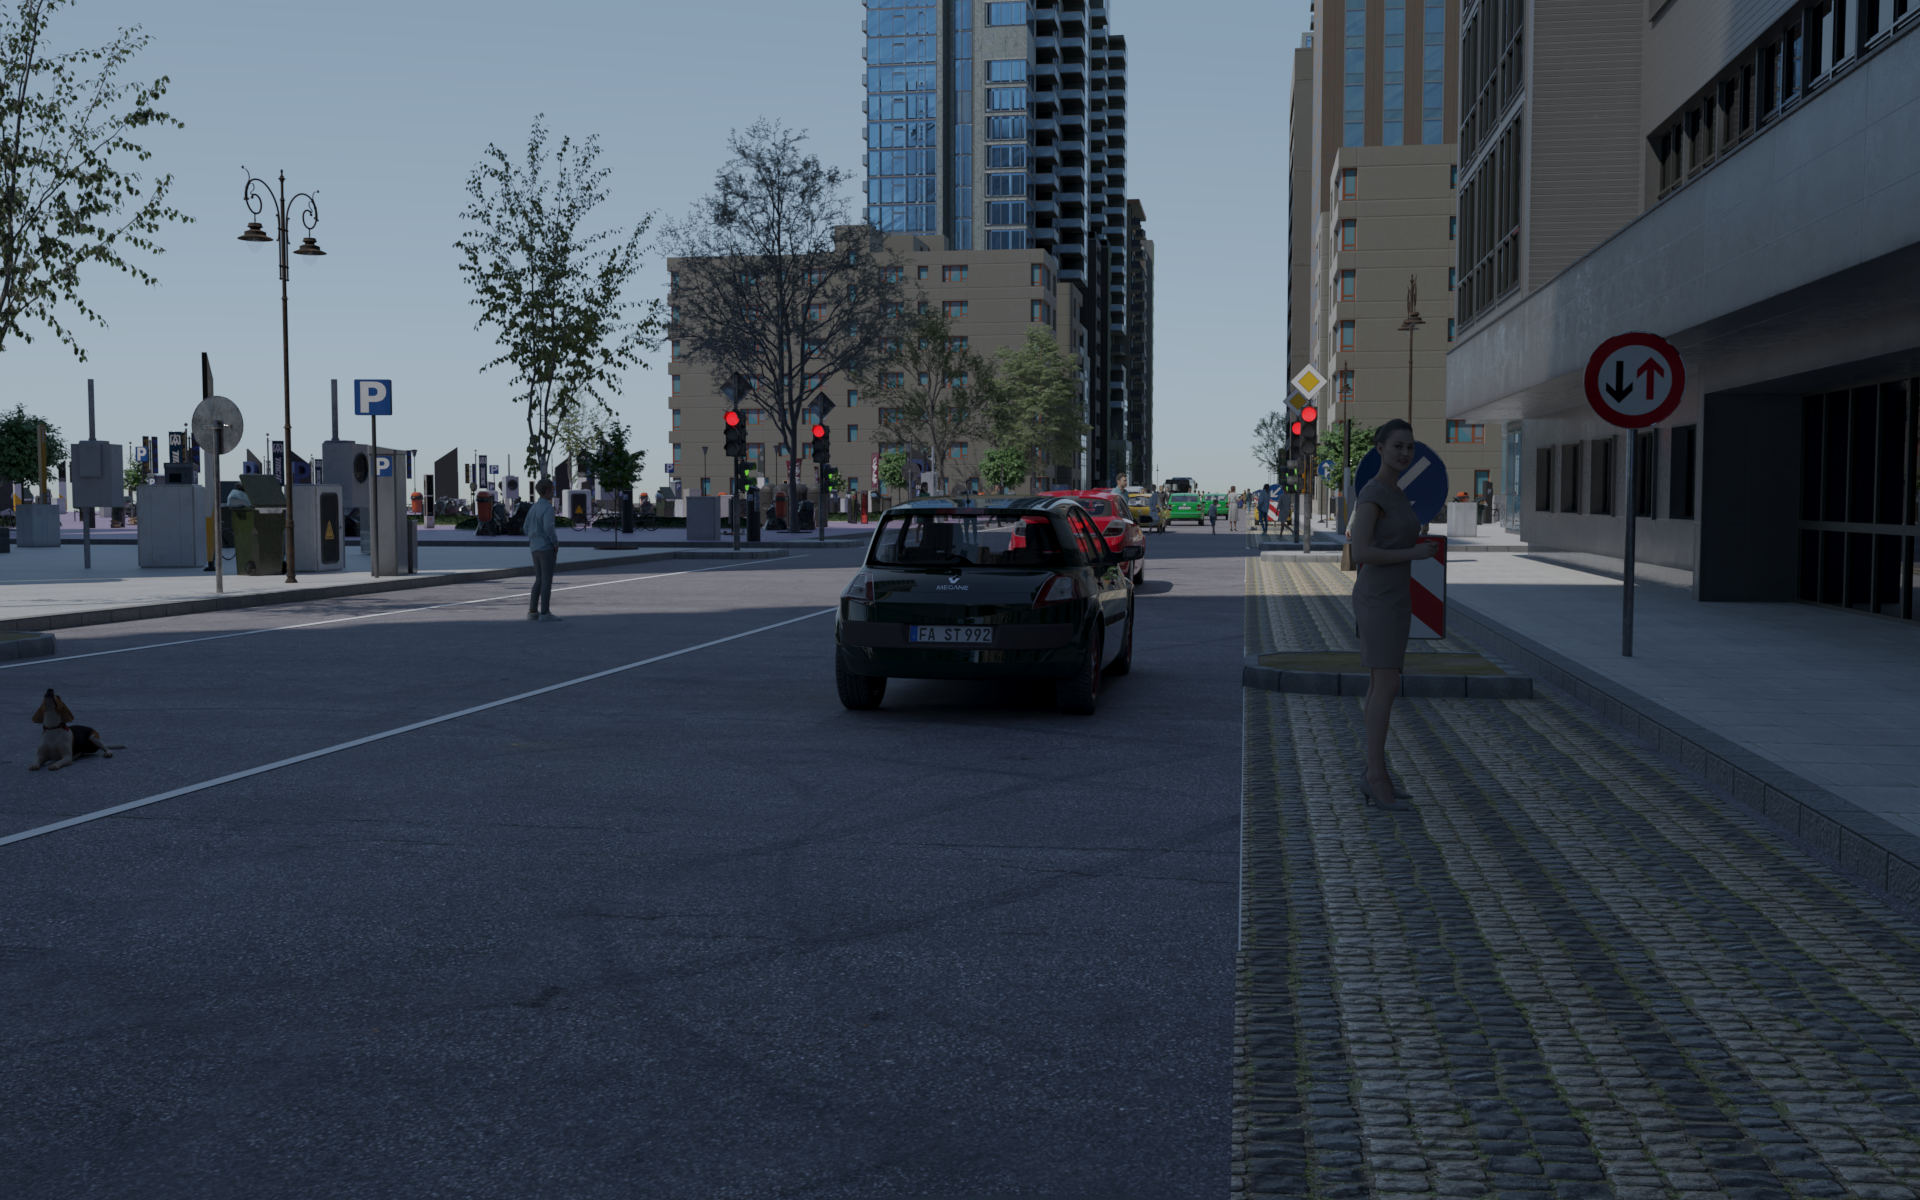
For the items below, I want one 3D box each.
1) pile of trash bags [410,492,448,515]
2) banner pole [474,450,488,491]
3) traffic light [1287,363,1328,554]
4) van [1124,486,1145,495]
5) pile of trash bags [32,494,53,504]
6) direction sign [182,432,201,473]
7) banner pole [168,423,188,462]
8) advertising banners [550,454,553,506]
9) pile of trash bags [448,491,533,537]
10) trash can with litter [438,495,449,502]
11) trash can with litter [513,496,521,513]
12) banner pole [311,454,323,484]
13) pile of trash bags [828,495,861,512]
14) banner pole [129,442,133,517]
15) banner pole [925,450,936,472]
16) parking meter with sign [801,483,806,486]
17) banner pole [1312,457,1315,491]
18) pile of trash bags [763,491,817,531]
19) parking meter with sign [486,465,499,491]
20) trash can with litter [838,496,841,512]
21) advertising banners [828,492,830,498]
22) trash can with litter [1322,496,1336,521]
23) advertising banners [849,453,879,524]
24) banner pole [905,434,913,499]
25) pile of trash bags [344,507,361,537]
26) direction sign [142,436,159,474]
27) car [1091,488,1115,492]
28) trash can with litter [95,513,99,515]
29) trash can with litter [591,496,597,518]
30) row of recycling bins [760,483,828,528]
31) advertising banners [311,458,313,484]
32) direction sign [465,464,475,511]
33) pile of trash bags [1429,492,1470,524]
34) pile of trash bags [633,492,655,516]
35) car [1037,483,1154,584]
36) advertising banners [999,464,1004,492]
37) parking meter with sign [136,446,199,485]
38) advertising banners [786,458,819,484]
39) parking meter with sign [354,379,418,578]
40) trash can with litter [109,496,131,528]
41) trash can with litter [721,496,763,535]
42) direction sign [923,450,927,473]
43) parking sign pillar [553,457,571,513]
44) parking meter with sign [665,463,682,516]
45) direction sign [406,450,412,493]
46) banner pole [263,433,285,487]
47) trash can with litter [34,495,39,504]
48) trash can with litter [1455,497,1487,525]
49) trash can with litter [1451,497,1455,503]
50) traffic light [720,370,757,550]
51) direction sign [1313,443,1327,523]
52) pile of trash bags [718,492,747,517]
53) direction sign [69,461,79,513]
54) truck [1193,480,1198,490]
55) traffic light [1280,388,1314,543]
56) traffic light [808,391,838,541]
[{"bbox_3d":[-23.668,-4.192,78.292,1.912,1.369,3.447,1,4,18],"label":"pile of trash bags"},{"bbox_3d":[-27.020,-6.577,97.554,0.863,3.779,0.401,-2,4,-24],"label":"banner pole"},{"bbox_3d":[7.475,-2.959,37.300,0.839,4.253,0.868,1,4,9],"label":"traffic light"},{"bbox_3d":[9.140,-5.278,93.302,2.013,2.044,4.112,1,4,11],"label":"van"},{"bbox_3d":[-62.689,-6.569,117.147,1.912,1.369,3.447,1,4,10],"label":"pile of trash bags"},{"bbox_3d":[-28.268,-4.380,63.609,0.379,3.537,0.876,2,4,28],"label":"direction sign"},{"bbox_3d":[-27.385,-4.334,60.871,0.863,3.779,0.401,0,4,2],"label":"banner pole"},{"bbox_3d":[-17.680,-4.817,74.943,0.090,3.025,2.074,-1,4,-9],"label":"advertising banners"},{"bbox_3d":[-14.137,-2.676,53.511,1.912,1.369,3.447,0,4,5],"label":"pile of trash bags"},{"bbox_3d":[-25.679,-4.671,87.422,2.233,1.210,1.678,-1,4,-11],"label":"trash can with litter"},{"bbox_3d":[-28.167,-6.029,109.960,0.624,1.170,1.055,-1,4,-16],"label":"trash can with litter"},{"bbox_3d":[-40.287,-7.239,108.368,0.863,3.779,0.401,-2,4,-32],"label":"banner pole"},{"bbox_3d":[-7.158,-5.473,99.235,3.447,1.369,1.912,3,5,41],"label":"pile of trash bags"},{"bbox_3d":[-39.408,-5.650,82.398,0.401,3.779,0.863,-2,4,-28],"label":"banner pole"},{"bbox_3d":[-1.774,-6.649,98.725,0.863,3.779,0.401,1,4,14],"label":"banner pole"},{"bbox_3d":[-10.907,-7.494,118.780,1.738,3.016,0.543,-3,4,-36],"label":"parking meter with sign"},{"bbox_3d":[23.862,-7.738,116.534,0.401,3.779,0.863,-3,4,-36],"label":"banner pole"},{"bbox_3d":[-6.116,-3.163,61.470,1.912,1.369,3.447,0,4,3],"label":"pile of trash bags"},{"bbox_3d":[-28.291,-6.620,104.499,0.543,3.016,1.738,-2,4,-28],"label":"parking meter with sign"},{"bbox_3d":[-6.149,-4.909,91.316,1.678,1.210,2.233,3,5,40],"label":"trash can with litter"},{"bbox_3d":[-8.608,-6.910,109.171,0.090,3.025,2.074,2,4,31],"label":"advertising banners"},{"bbox_3d":[18.251,-4.431,83.508,1.678,1.210,2.233,3,5,40],"label":"trash can with litter"},{"bbox_3d":[-4.098,-4.760,74.012,0.090,3.025,2.074,-3,5,-41],"label":"advertising banners"},{"bbox_3d":[-2.103,-5.012,71.958,0.401,3.779,0.863,1,4,20],"label":"banner pole"},{"bbox_3d":[-19.441,-2.614,52.487,3.447,1.369,1.912,3,5,43],"label":"pile of trash bags"},{"bbox_3d":[-31.659,-4.636,67.798,0.379,3.537,0.876,1,4,11],"label":"direction sign"},{"bbox_3d":[8.858,-6.016,107.032,2.281,1.827,5.304,1,4,11],"label":"car"},{"bbox_3d":[-52.524,-5.717,104.525,1.678,1.210,2.233,-3,5,-39],"label":"trash can with litter"},{"bbox_3d":[-19.533,-4.843,90.571,0.624,1.170,1.055,3,4,38],"label":"trash can with litter"},{"bbox_3d":[-6.516,-3.693,67.493,3.534,1.692,1.069,3,5,41],"label":"row of recycling bins"},{"bbox_3d":[-31.734,-5.401,84.496,0.090,3.025,2.074,-1,4,-10],"label":"advertising banners"},{"bbox_3d":[-36.302,-8.354,128.587,0.876,3.537,0.379,-3,4,-37],"label":"direction sign"},{"bbox_3d":[21.319,-4.073,76.345,3.447,1.369,1.912,-3,5,-40],"label":"pile of trash bags"},{"bbox_3d":[-17.154,-5.073,92.695,1.912,1.369,3.447,0,4,-1],"label":"pile of trash bags"},{"bbox_3d":[1.850,-1.066,26.476,2.155,1.783,4.494,1,4,9],"label":"car"},{"bbox_3d":[2.241,-6.454,101.706,0.090,3.025,2.074,1,4,20],"label":"advertising banners"},{"bbox_3d":[-18.948,-2.806,42.146,1.738,3.016,0.543,0,4,-4],"label":"parking meter with sign"},{"bbox_3d":[-8.044,-5.733,89.930,2.074,3.025,0.090,1,4,13],"label":"advertising banners"},{"bbox_3d":[-8.952,-1.891,27.184,0.543,3.016,1.738,0,4,-3],"label":"parking meter with sign"},{"bbox_3d":[-31.954,-3.328,65.795,0.624,1.170,1.055,-1,4,-18],"label":"trash can with litter"},{"bbox_3d":[-7.110,-2.680,54.867,1.678,1.210,2.233,-1,4,-8],"label":"trash can with litter"},{"bbox_3d":[-1.821,-6.005,90.185,0.379,3.537,0.876,0,4,7],"label":"direction sign"},{"bbox_3d":[-27.424,-8.013,119.483,1.447,3.967,1.447,-3,5,-45],"label":"parking sign pillar"},{"bbox_3d":[-16.039,-6.205,97.708,0.543,3.016,1.738,-2,4,-33],"label":"parking meter with sign"},{"bbox_3d":[-28.446,-5.925,88.876,0.379,3.537,0.876,2,4,26],"label":"direction sign"},{"bbox_3d":[-28.177,-4.965,71.198,0.863,3.779,0.401,-2,4,-31],"label":"banner pole"},{"bbox_3d":[-59.386,-6.022,109.517,2.233,1.210,1.678,1,4,9],"label":"trash can with litter"},{"bbox_3d":[21.114,-3.664,71.299,1.055,1.170,0.624,-1,4,-17],"label":"trash can with litter"},{"bbox_3d":[21.033,-3.732,72.411,1.055,1.170,0.624,0,4,4],"label":"trash can with litter"},{"bbox_3d":[-5.068,-3.085,39.355,0.839,4.253,0.868,1,4,9],"label":"traffic light"},{"bbox_3d":[16.096,-5.200,77.023,0.876,3.537,0.379,-1,4,-13],"label":"direction sign"},{"bbox_3d":[-11.914,-5.276,96.021,3.447,1.369,1.912,1,4,22],"label":"pile of trash bags"},{"bbox_3d":[-61.362,-7.844,120.248,0.379,3.537,0.876,2,4,33],"label":"direction sign"},{"bbox_3d":[30.218,-14.455,232.260,3.469,3.379,9.791,1,4,9],"label":"truck"},{"bbox_3d":[8.781,-3.441,45.178,0.839,4.253,0.868,1,4,9],"label":"traffic light"},{"bbox_3d":[-3.763,-3.566,47.233,0.839,4.253,0.868,1,4,9],"label":"traffic light"}]
